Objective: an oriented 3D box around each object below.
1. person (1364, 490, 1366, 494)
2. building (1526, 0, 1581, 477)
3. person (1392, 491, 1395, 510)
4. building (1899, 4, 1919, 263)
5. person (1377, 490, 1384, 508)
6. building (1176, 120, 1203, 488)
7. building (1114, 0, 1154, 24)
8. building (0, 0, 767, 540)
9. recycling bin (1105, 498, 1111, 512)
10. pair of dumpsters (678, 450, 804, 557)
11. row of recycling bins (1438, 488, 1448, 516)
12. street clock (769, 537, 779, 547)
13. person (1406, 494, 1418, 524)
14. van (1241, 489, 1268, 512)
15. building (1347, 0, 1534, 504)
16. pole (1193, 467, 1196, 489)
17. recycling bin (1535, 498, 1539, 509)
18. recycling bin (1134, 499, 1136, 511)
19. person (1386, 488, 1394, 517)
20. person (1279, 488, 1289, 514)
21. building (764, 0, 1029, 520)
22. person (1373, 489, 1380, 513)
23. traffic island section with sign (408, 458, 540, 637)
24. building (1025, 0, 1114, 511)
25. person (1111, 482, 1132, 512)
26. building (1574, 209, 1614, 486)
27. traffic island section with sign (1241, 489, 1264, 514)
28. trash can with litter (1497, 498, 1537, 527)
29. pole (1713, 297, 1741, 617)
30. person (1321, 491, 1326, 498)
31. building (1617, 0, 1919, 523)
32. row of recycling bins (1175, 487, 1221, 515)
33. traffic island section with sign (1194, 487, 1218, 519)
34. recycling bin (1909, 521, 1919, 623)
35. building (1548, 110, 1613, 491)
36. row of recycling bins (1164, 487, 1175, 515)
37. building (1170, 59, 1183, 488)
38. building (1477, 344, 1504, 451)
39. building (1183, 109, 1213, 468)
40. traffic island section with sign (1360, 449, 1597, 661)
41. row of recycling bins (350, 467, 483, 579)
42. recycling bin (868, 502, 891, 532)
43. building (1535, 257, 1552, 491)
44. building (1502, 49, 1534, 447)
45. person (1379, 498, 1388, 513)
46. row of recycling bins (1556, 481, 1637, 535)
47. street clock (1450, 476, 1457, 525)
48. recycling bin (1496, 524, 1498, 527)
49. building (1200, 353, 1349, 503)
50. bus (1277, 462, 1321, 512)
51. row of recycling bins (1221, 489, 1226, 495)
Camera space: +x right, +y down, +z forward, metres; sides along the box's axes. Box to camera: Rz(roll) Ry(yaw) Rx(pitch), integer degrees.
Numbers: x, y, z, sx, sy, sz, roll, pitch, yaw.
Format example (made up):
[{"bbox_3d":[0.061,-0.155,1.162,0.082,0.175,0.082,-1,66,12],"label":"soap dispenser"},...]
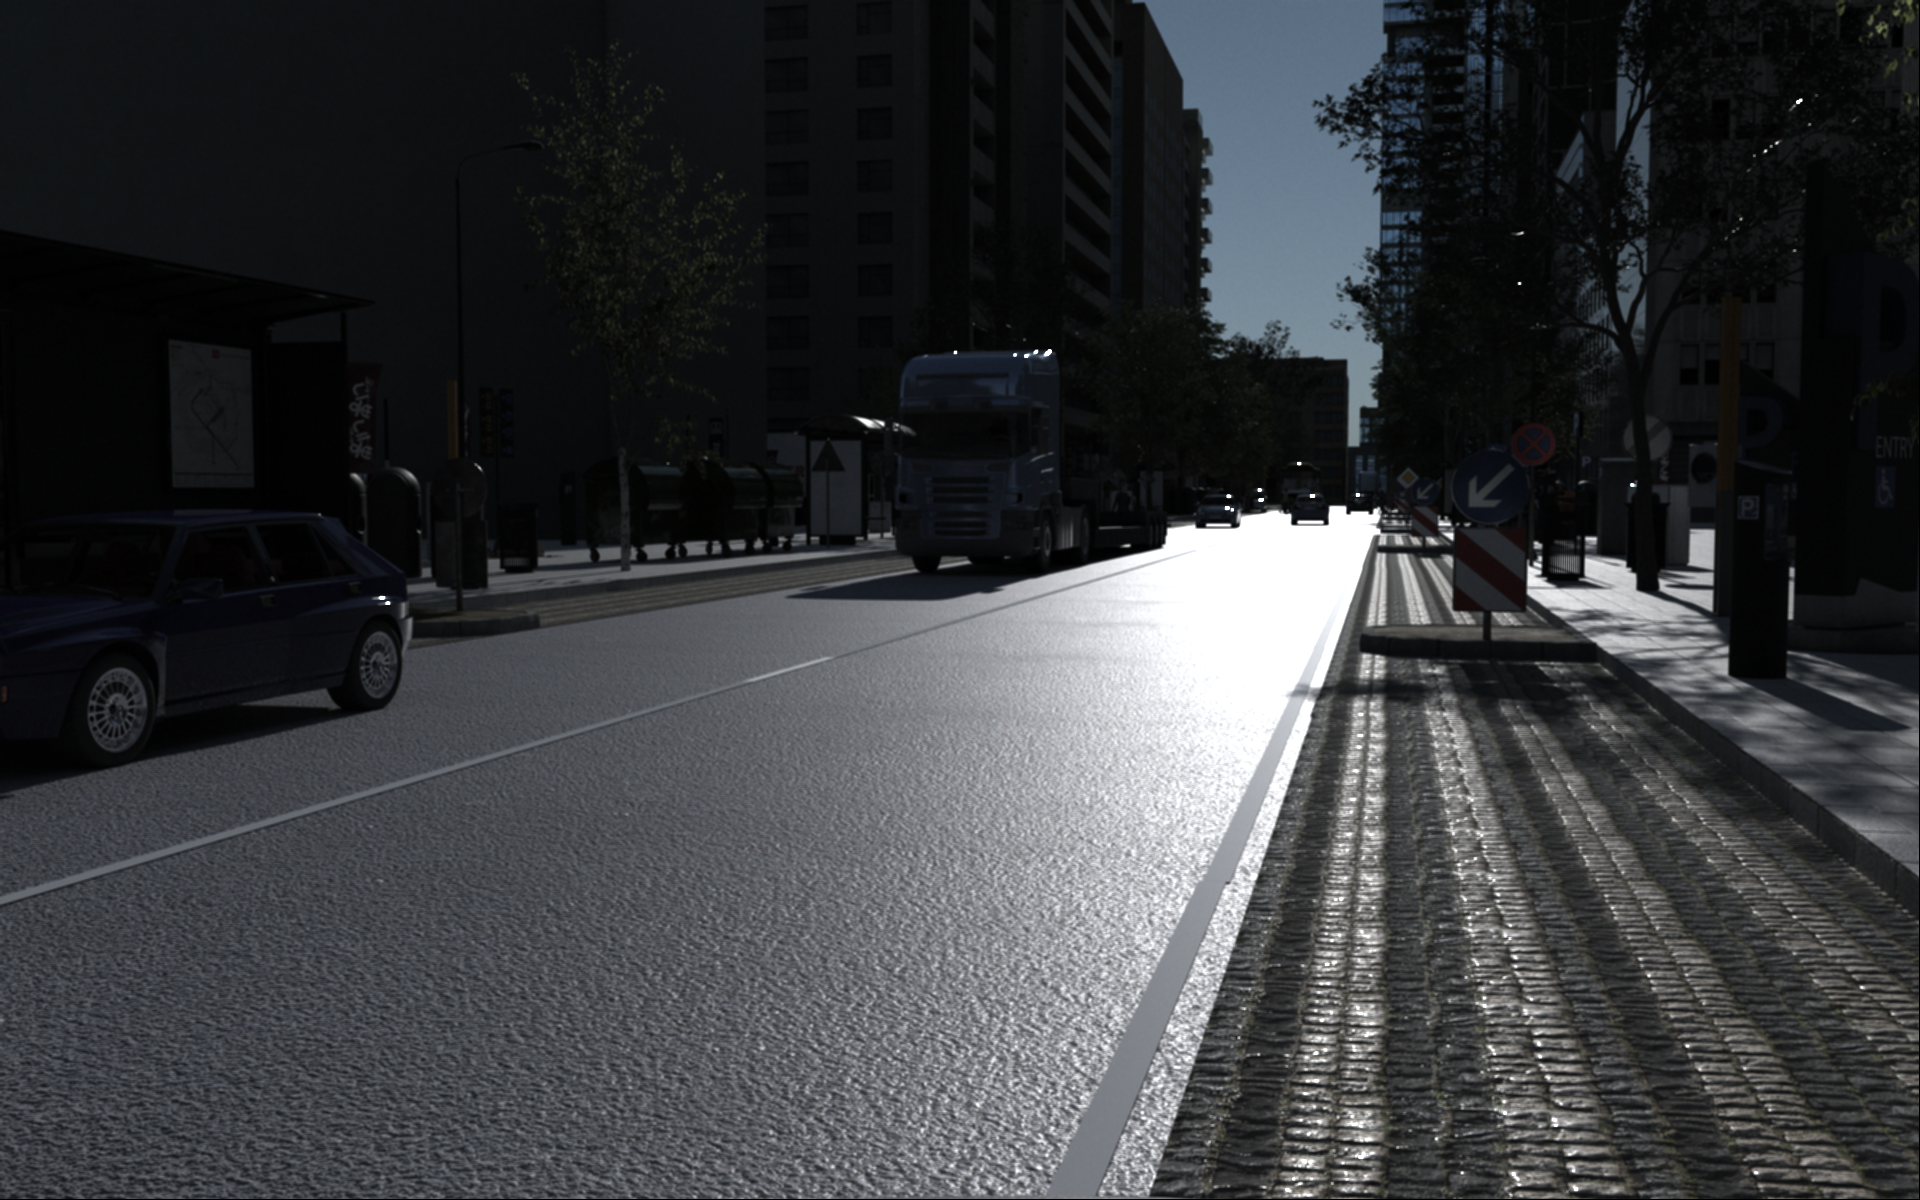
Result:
[{"bbox_3d":[40.056,-9.943,171.054,0.705,1.826,1.348,-1,4,-18],"label":"person"},{"bbox_3d":[59.379,-43.641,151.790,20.563,71.187,20.611,1,4,14],"label":"building"},{"bbox_3d":[38.112,-8.741,152.349,0.436,1.711,0.756,1,4,19],"label":"person"},{"bbox_3d":[31.931,-26.580,23.819,28.713,52.752,27.495,1,4,14],"label":"building"},{"bbox_3d":[33.981,-8.003,139.603,0.600,1.795,0.529,-1,4,-18],"label":"person"},{"bbox_3d":[18.162,-30.732,186.067,14.154,41.232,14.086,1,4,14],"label":"building"},{"bbox_3d":[10.803,-31.066,158.045,14.600,45.320,14.200,1,4,14],"label":"building"},{"bbox_3d":[-19.518,-16.102,56.768,24.014,27.812,14.314,1,4,14],"label":"building"},{"bbox_3d":[10.338,-6.454,118.074,0.722,1.027,0.722,3,5,44],"label":"recycling bin"},{"bbox_3d":[-4.758,-2.110,36.987,1.574,2.255,4.437,1,4,14],"label":"pair of dumpsters"},{"bbox_3d":[30.649,-6.133,107.379,1.069,1.692,3.534,0,4,-7],"label":"row of recycling bins"},{"bbox_3d":[-4.547,-2.301,42.184,0.471,2.002,0.358,-2,4,-30],"label":"street clock"},{"bbox_3d":[21.447,-4.467,81.886,0.721,1.781,0.623,-2,4,-30],"label":"person"},{"bbox_3d":[22.769,-7.752,133.763,2.013,2.044,4.112,1,4,14],"label":"van"},{"bbox_3d":[70.341,-56.713,239.931,31.000,86.520,22.319,1,4,14],"label":"building"},{"bbox_3d":[16.354,-7.761,120.735,0.158,3.312,0.155,0,3,0],"label":"pole"},{"bbox_3d":[25.950,-3.997,77.900,0.722,1.027,0.722,0,4,3],"label":"recycling bin"},{"bbox_3d":[10.289,-5.713,105.964,0.722,1.027,0.722,-3,4,-36],"label":"recycling bin"},{"bbox_3d":[26.739,-6.037,107.553,0.599,1.781,0.374,-1,4,-18],"label":"person"},{"bbox_3d":[23.034,-7.014,123.032,0.795,1.843,0.661,1,4,16],"label":"person"},{"bbox_3d":[-4.641,-19.578,91.807,14.160,30.474,14.107,1,4,14],"label":"building"},{"bbox_3d":[30.376,-7.204,126.632,0.624,1.780,0.694,3,5,41],"label":"person"},{"bbox_3d":[-5.558,-0.588,18.239,1.989,1.847,2.006,1,4,14],"label":"traffic island section with sign"},{"bbox_3d":[-1.140,-30.673,125.212,21.300,48.544,21.600,1,4,14],"label":"building"},{"bbox_3d":[4.605,-2.478,49.441,0.534,1.772,0.576,3,5,40],"label":"person"},{"bbox_3d":[41.080,-14.845,97.468,10.420,20.320,16.860,1,4,14],"label":"building"},{"bbox_3d":[21.290,-7.241,127.014,1.989,1.847,2.006,1,4,14],"label":"traffic island section with sign"},{"bbox_3d":[13.315,-1.861,41.820,1.055,1.170,0.624,-3,5,-43],"label":"trash can with litter"},{"bbox_3d":[7.995,-1.481,18.050,0.158,3.312,0.155,0,3,0],"label":"pole"},{"bbox_3d":[37.314,-10.343,178.061,0.683,1.767,0.568,1,4,10],"label":"person"},{"bbox_3d":[41.421,-16.017,79.897,19.932,24.808,12.078,1,4,14],"label":"building"},{"bbox_3d":[16.132,-6.808,118.416,3.534,1.692,1.069,-3,5,-43],"label":"row of recycling bins"},{"bbox_3d":[14.599,-5.580,99.861,1.989,1.847,2.006,1,4,14],"label":"traffic island section with sign"},{"bbox_3d":[9.302,-0.255,16.725,0.722,1.027,0.722,-1,4,-18],"label":"recycling bin"},{"bbox_3d":[46.578,-18.192,115.467,12.078,24.808,19.932,1,4,14],"label":"building"},{"bbox_3d":[12.584,-6.434,112.311,1.069,1.692,3.534,2,4,29],"label":"row of recycling bins"},{"bbox_3d":[14.280,-31.929,172.154,14.600,45.320,14.200,1,4,14],"label":"building"},{"bbox_3d":[72.182,-21.165,191.082,27.650,21.520,28.899,1,4,14],"label":"building"},{"bbox_3d":[14.431,-35.983,207.935,30.456,49.044,23.786,1,4,14],"label":"building"},{"bbox_3d":[4.718,-0.447,15.944,1.989,1.847,2.006,1,4,14],"label":"traffic island section with sign"},{"bbox_3d":[-9.081,-1.194,26.633,3.534,1.692,1.069,0,4,1],"label":"row of recycling bins"},{"bbox_3d":[-2.706,-2.798,58.308,0.722,1.027,0.722,0,4,-8],"label":"recycling bin"},{"bbox_3d":[51.100,-18.548,132.940,12.332,23.373,15.834,1,4,14],"label":"building"},{"bbox_3d":[61.407,-31.837,170.645,14.600,45.320,14.200,1,4,14],"label":"building"},{"bbox_3d":[31.223,-6.965,127.884,0.738,1.151,1.012,-3,5,-43],"label":"person"},{"bbox_3d":[19.966,-2.889,54.351,1.069,1.692,3.534,-3,5,-44],"label":"row of recycling bins"},{"bbox_3d":[20.303,-4.072,71.152,0.358,2.002,0.471,2,4,25],"label":"street clock"},{"bbox_3d":[15.925,-2.377,51.416,0.722,1.027,0.722,2,4,35],"label":"recycling bin"},{"bbox_3d":[41.542,-24.931,252.660,28.899,21.520,27.650,1,4,14],"label":"building"},{"bbox_3d":[27.151,-8.950,137.873,2.896,3.916,12.252,1,4,14],"label":"bus"},{"bbox_3d":[21.453,-8.417,144.735,1.069,1.692,3.534,1,4,23],"label":"row of recycling bins"}]
